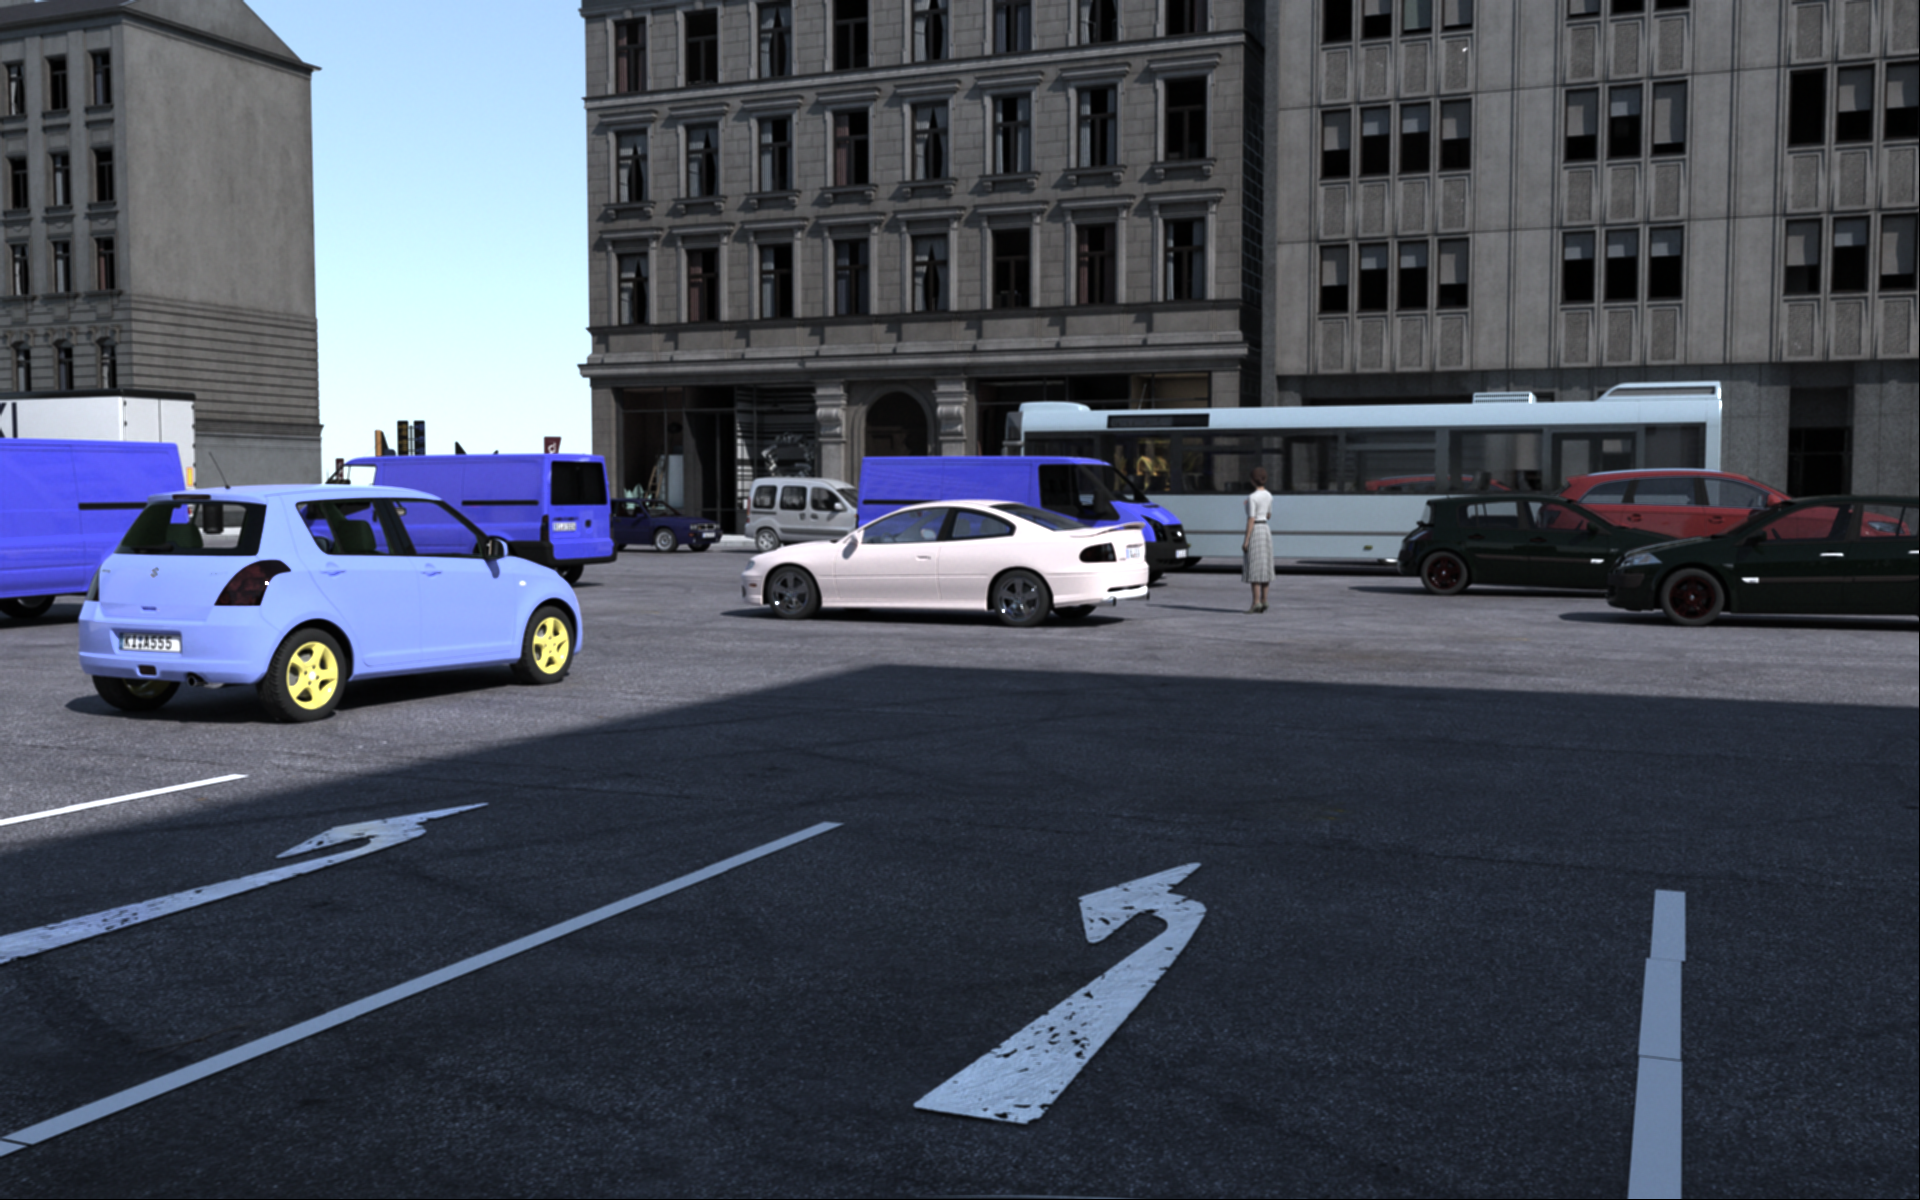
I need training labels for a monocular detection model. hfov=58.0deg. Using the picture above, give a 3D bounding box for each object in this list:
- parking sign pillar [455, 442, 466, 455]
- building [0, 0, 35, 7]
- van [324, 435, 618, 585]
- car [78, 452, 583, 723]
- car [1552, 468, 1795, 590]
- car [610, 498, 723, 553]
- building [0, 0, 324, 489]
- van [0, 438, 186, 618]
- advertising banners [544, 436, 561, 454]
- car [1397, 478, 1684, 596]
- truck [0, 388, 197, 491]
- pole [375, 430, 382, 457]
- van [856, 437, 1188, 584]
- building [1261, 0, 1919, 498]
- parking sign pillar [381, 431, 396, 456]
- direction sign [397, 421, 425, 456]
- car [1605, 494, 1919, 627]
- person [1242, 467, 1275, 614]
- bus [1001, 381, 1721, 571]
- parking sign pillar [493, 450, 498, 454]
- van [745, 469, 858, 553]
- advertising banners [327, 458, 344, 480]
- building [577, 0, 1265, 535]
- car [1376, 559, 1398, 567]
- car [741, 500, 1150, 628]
[{"bbox_3d":[-25.586,-6.189,89.659,1.447,3.967,1.447,1,4,14],"label":"parking sign pillar"},{"bbox_3d":[-54.056,-15.944,78.709,19.932,24.808,12.078,1,4,23],"label":"building"},{"bbox_3d":[-8.085,-1.387,27.070,5.245,2.365,2.240,1,4,21],"label":"van"},{"bbox_3d":[-4.277,-0.168,12.346,1.945,1.707,3.694,2,4,24],"label":"car"},{"bbox_3d":[11.381,-1.067,26.113,5.304,1.827,2.281,1,4,21],"label":"car"},{"bbox_3d":[-7.931,-1.877,43.269,3.894,1.354,1.945,2,4,24],"label":"car"},{"bbox_3d":[-36.134,-13.486,69.641,18.267,20.994,9.793,1,4,23],"label":"building"},{"bbox_3d":[-10.812,-0.850,18.278,2.240,2.365,5.245,2,4,24],"label":"van"},{"bbox_3d":[-13.119,-3.443,52.488,2.074,3.025,0.090,-1,4,-15],"label":"advertising banners"},{"bbox_3d":[8.393,-0.907,24.614,4.222,1.686,2.009,1,4,22],"label":"car"},{"bbox_3d":[-26.692,-3.682,49.115,11.283,4.237,2.839,2,4,24],"label":"truck"},{"bbox_3d":[-18.504,-3.750,55.151,0.158,3.312,0.155,0,3,0],"label":"pole"},{"bbox_3d":[0.992,-1.415,27.520,5.245,2.365,2.240,1,4,23],"label":"van"},{"bbox_3d":[19.619,-14.064,47.976,19.932,24.808,12.078,1,4,23],"label":"building"},{"bbox_3d":[-24.726,-5.289,74.955,1.447,3.967,1.447,0,4,-6],"label":"parking sign pillar"},{"bbox_3d":[-16.894,-3.755,53.399,0.876,3.537,0.379,0,4,6],"label":"direction sign"},{"bbox_3d":[9.317,-0.561,18.957,4.222,1.686,2.009,1,4,21],"label":"car"},{"bbox_3d":[3.524,-0.719,20.826,0.524,1.755,0.480,3,5,44],"label":"person"},{"bbox_3d":[6.497,-2.234,31.390,13.247,3.499,2.948,1,4,21],"label":"bus"},{"bbox_3d":[-28.776,-7.211,106.366,1.447,3.967,1.447,2,4,28],"label":"parking sign pillar"},{"bbox_3d":[-3.095,-2.121,41.685,4.112,2.044,2.013,1,4,22],"label":"van"},{"bbox_3d":[-30.980,-5.428,84.931,2.074,3.025,0.090,2,4,24],"label":"advertising banners"},{"bbox_3d":[-8.950,-12.699,58.535,40.483,20.767,10.553,1,4,23],"label":"building"},{"bbox_3d":[10.279,-1.581,34.522,5.304,1.827,2.281,1,4,21],"label":"car"},{"bbox_3d":[-0.227,-0.461,19.894,4.827,1.381,2.083,2,4,24],"label":"car"}]
